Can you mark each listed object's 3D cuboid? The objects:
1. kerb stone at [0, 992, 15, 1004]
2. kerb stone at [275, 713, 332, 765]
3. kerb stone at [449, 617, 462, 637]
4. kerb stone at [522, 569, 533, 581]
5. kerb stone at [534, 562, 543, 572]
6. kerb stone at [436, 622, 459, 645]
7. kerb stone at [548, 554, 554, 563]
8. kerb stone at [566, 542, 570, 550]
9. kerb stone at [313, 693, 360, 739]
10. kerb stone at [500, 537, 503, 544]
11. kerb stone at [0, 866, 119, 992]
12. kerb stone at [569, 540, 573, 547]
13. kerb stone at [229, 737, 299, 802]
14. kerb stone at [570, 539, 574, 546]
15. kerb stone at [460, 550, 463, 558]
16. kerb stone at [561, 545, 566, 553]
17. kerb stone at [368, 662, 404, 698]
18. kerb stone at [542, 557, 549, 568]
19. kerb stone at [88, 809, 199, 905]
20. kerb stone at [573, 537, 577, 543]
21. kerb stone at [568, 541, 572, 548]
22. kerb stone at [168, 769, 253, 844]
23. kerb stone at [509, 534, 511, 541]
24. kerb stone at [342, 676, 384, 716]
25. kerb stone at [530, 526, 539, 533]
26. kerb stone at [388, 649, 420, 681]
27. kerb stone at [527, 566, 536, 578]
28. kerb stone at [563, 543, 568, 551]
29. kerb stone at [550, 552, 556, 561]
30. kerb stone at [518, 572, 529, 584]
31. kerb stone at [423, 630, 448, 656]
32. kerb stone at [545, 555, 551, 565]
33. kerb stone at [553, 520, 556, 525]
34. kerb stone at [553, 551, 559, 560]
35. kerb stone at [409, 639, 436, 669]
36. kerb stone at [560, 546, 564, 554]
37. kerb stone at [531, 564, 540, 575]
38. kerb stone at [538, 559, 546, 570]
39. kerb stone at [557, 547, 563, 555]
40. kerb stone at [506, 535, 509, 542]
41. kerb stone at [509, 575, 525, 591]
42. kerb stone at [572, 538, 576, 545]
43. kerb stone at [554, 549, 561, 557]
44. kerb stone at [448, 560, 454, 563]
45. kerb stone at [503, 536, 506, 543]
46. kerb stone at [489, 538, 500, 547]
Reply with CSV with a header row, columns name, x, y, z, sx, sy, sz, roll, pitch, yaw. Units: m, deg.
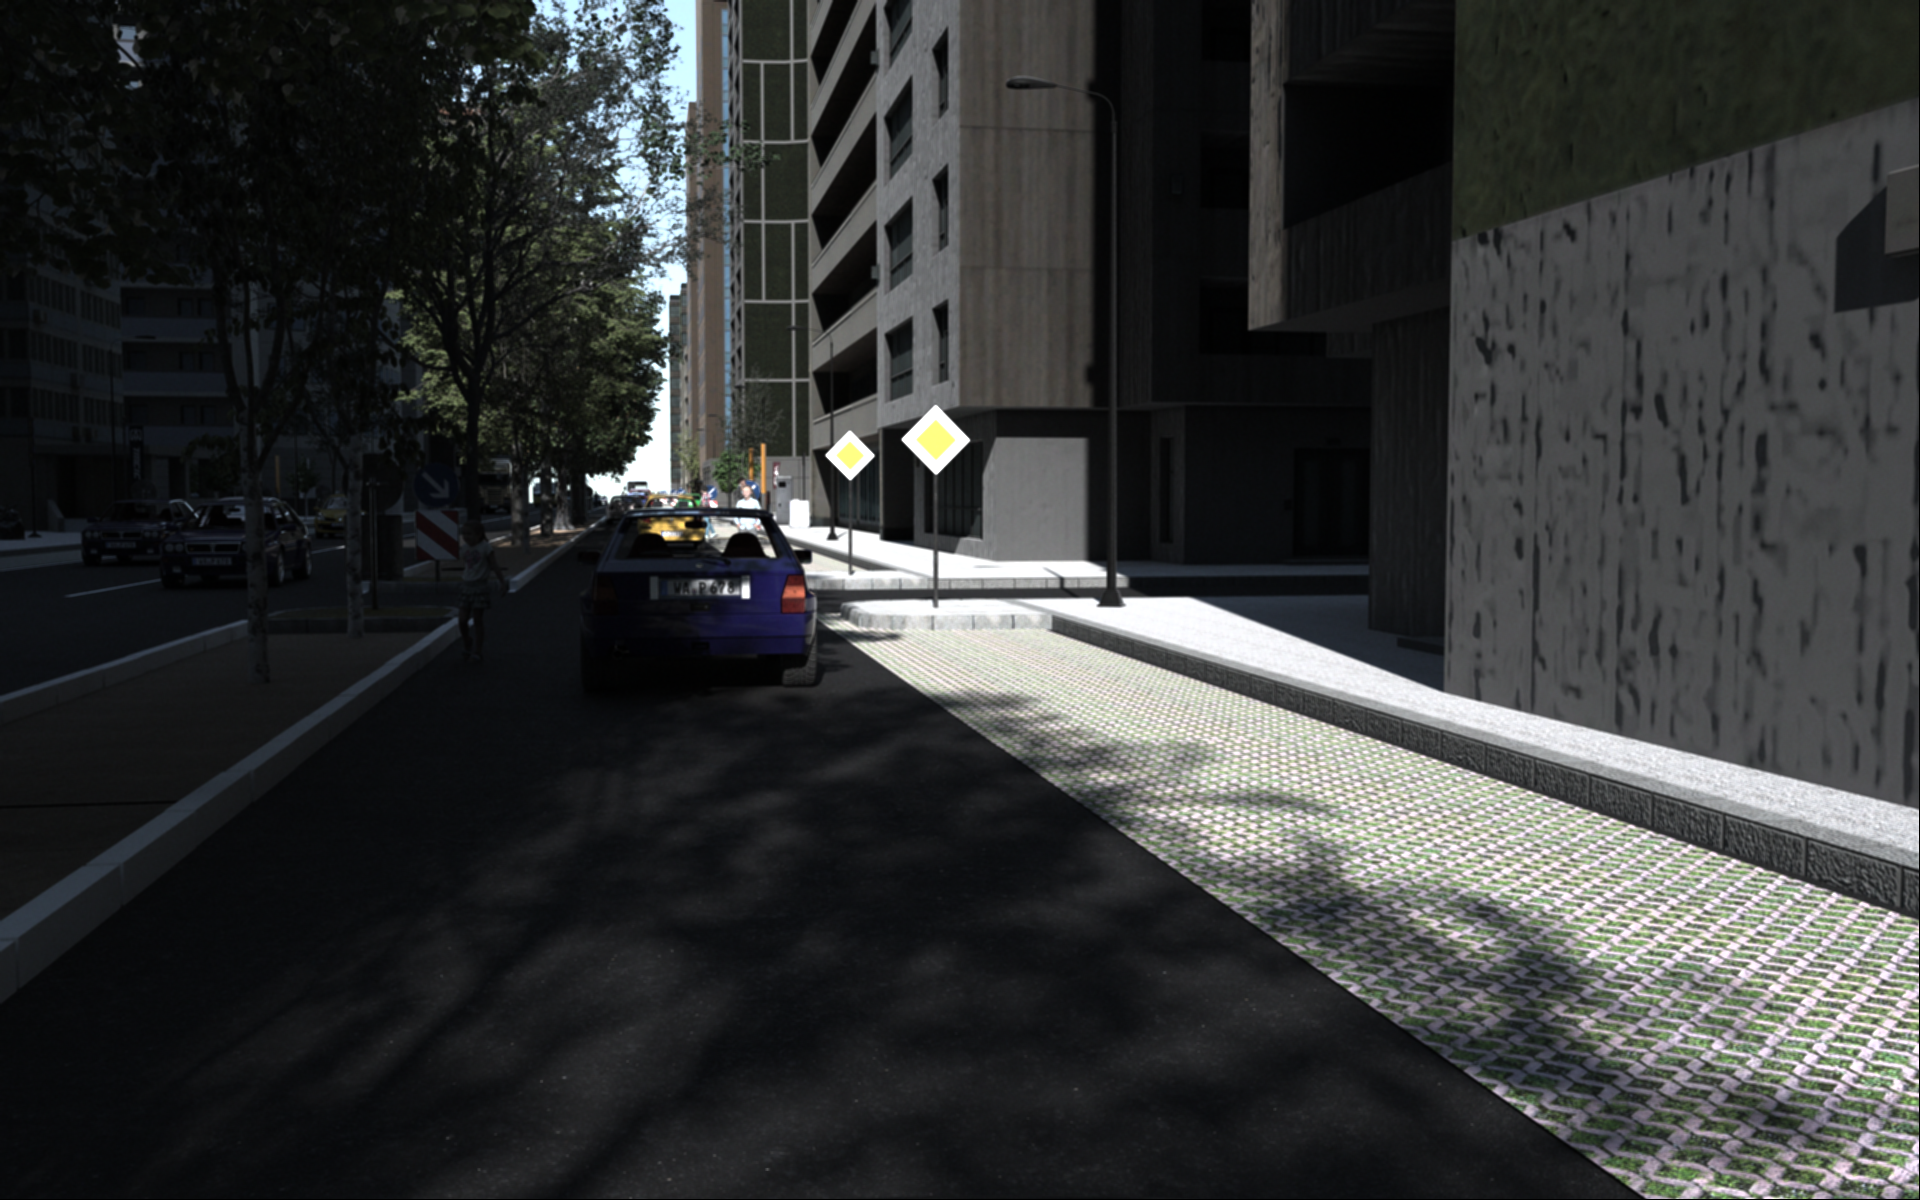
name,x,y,z,sx,sy,sz,roll,pitch,yaw
kerb stone,-2.687,1.087,4.488,0.120,0.150,1.000,-1,4,-10
kerb stone,-3.627,0.776,9.541,0.120,0.150,1.000,-1,4,-10
kerb stone,-5.119,0.286,17.595,0.120,0.150,1.000,-1,4,-10
kerb stone,-7.097,-0.368,28.215,0.120,0.150,1.000,-1,4,-10
kerb stone,-7.658,-0.553,31.232,0.120,0.150,1.000,-1,4,-10
kerb stone,-4.939,0.343,16.588,0.120,0.150,1.000,-1,4,-10
kerb stone,-8.405,-0.799,35.266,0.120,0.150,1.000,-1,4,-10
kerb stone,-9.906,-1.290,43.317,0.120,0.150,1.000,-1,4,-10
kerb stone,-3.811,0.715,10.547,0.120,0.150,1.000,-1,4,-10
kerb stone,-13.087,-1.638,48.974,0.120,0.150,1.000,-1,4,-10
kerb stone,-2.874,1.022,5.493,0.120,0.150,1.000,-1,4,-10
kerb stone,-10.273,-1.415,45.328,0.120,0.150,1.000,-1,4,-10
kerb stone,-3.435,0.835,8.537,0.120,0.150,1.000,-1,4,-10
kerb stone,-10.465,-1.477,46.344,0.120,0.150,1.000,-1,4,-10
kerb stone,-11.033,-0.960,37.896,0.120,0.150,1.000,-1,4,-10
kerb stone,-9.534,-1.163,41.301,0.120,0.150,1.000,-1,4,-10
kerb stone,-4.182,0.591,12.562,0.120,0.150,1.000,-1,4,-10
kerb stone,-8.026,-0.676,33.252,0.120,0.150,1.000,-1,4,-10
kerb stone,-3.061,0.959,6.509,0.120,0.150,1.000,-1,4,-10
kerb stone,-10.837,-1.600,48.357,0.120,0.150,1.000,-1,4,-10
kerb stone,-10.085,-1.353,44.323,0.120,0.150,1.000,-1,4,-10
kerb stone,-3.254,0.898,7.520,0.120,0.150,1.000,-1,4,-10
kerb stone,-13.655,-1.820,51.998,0.120,0.150,1.000,-1,4,-10
kerb stone,-3.999,0.651,11.556,0.120,0.150,1.000,-1,4,-10
kerb stone,-16.270,-2.686,66.110,0.120,0.150,1.000,-1,4,-10
kerb stone,-4.378,0.528,13.569,0.120,0.150,1.000,-1,4,-10
kerb stone,-7.283,-0.427,29.220,0.120,0.150,1.000,-1,4,-10
kerb stone,-9.710,-1.230,42.314,0.120,0.150,1.000,-1,4,-10
kerb stone,-8.594,-0.861,36.270,0.120,0.150,1.000,-1,4,-10
kerb stone,-6.908,-0.304,27.202,0.120,0.150,1.000,-1,4,-10
kerb stone,-4.746,0.404,15.583,0.120,0.150,1.000,-1,4,-10
kerb stone,-8.223,-0.738,34.258,0.120,0.150,1.000,-1,4,-10
kerb stone,-19.842,-3.858,85.277,0.120,0.150,1.000,-1,4,-10
kerb stone,-8.778,-0.916,37.276,0.120,0.150,1.000,-1,4,-10
kerb stone,-4.554,0.467,14.576,0.120,0.150,1.000,-1,4,-10
kerb stone,-9.348,-1.107,40.295,0.120,0.150,1.000,-1,4,-10
kerb stone,-7.470,-0.491,30.227,0.120,0.150,1.000,-1,4,-10
kerb stone,-7.846,-0.614,32.237,0.120,0.150,1.000,-1,4,-10
kerb stone,-9.153,-1.045,39.285,0.120,0.150,1.000,-1,4,-10
kerb stone,-13.460,-1.761,50.985,0.120,0.150,1.000,-1,4,-10
kerb stone,-6.719,-0.245,26.194,0.120,0.150,1.000,-1,4,-10
kerb stone,-10.654,-1.534,47.352,0.120,0.150,1.000,-1,4,-10
kerb stone,-8.960,-0.984,38.281,0.120,0.150,1.000,-1,4,-10
kerb stone,-10.651,-0.837,35.885,0.120,0.150,1.000,-1,4,-10
kerb stone,-13.280,-1.699,49.979,0.120,0.150,1.000,-1,4,-10
kerb stone,-12.905,-1.576,47.968,0.120,0.150,1.000,-1,4,-10
